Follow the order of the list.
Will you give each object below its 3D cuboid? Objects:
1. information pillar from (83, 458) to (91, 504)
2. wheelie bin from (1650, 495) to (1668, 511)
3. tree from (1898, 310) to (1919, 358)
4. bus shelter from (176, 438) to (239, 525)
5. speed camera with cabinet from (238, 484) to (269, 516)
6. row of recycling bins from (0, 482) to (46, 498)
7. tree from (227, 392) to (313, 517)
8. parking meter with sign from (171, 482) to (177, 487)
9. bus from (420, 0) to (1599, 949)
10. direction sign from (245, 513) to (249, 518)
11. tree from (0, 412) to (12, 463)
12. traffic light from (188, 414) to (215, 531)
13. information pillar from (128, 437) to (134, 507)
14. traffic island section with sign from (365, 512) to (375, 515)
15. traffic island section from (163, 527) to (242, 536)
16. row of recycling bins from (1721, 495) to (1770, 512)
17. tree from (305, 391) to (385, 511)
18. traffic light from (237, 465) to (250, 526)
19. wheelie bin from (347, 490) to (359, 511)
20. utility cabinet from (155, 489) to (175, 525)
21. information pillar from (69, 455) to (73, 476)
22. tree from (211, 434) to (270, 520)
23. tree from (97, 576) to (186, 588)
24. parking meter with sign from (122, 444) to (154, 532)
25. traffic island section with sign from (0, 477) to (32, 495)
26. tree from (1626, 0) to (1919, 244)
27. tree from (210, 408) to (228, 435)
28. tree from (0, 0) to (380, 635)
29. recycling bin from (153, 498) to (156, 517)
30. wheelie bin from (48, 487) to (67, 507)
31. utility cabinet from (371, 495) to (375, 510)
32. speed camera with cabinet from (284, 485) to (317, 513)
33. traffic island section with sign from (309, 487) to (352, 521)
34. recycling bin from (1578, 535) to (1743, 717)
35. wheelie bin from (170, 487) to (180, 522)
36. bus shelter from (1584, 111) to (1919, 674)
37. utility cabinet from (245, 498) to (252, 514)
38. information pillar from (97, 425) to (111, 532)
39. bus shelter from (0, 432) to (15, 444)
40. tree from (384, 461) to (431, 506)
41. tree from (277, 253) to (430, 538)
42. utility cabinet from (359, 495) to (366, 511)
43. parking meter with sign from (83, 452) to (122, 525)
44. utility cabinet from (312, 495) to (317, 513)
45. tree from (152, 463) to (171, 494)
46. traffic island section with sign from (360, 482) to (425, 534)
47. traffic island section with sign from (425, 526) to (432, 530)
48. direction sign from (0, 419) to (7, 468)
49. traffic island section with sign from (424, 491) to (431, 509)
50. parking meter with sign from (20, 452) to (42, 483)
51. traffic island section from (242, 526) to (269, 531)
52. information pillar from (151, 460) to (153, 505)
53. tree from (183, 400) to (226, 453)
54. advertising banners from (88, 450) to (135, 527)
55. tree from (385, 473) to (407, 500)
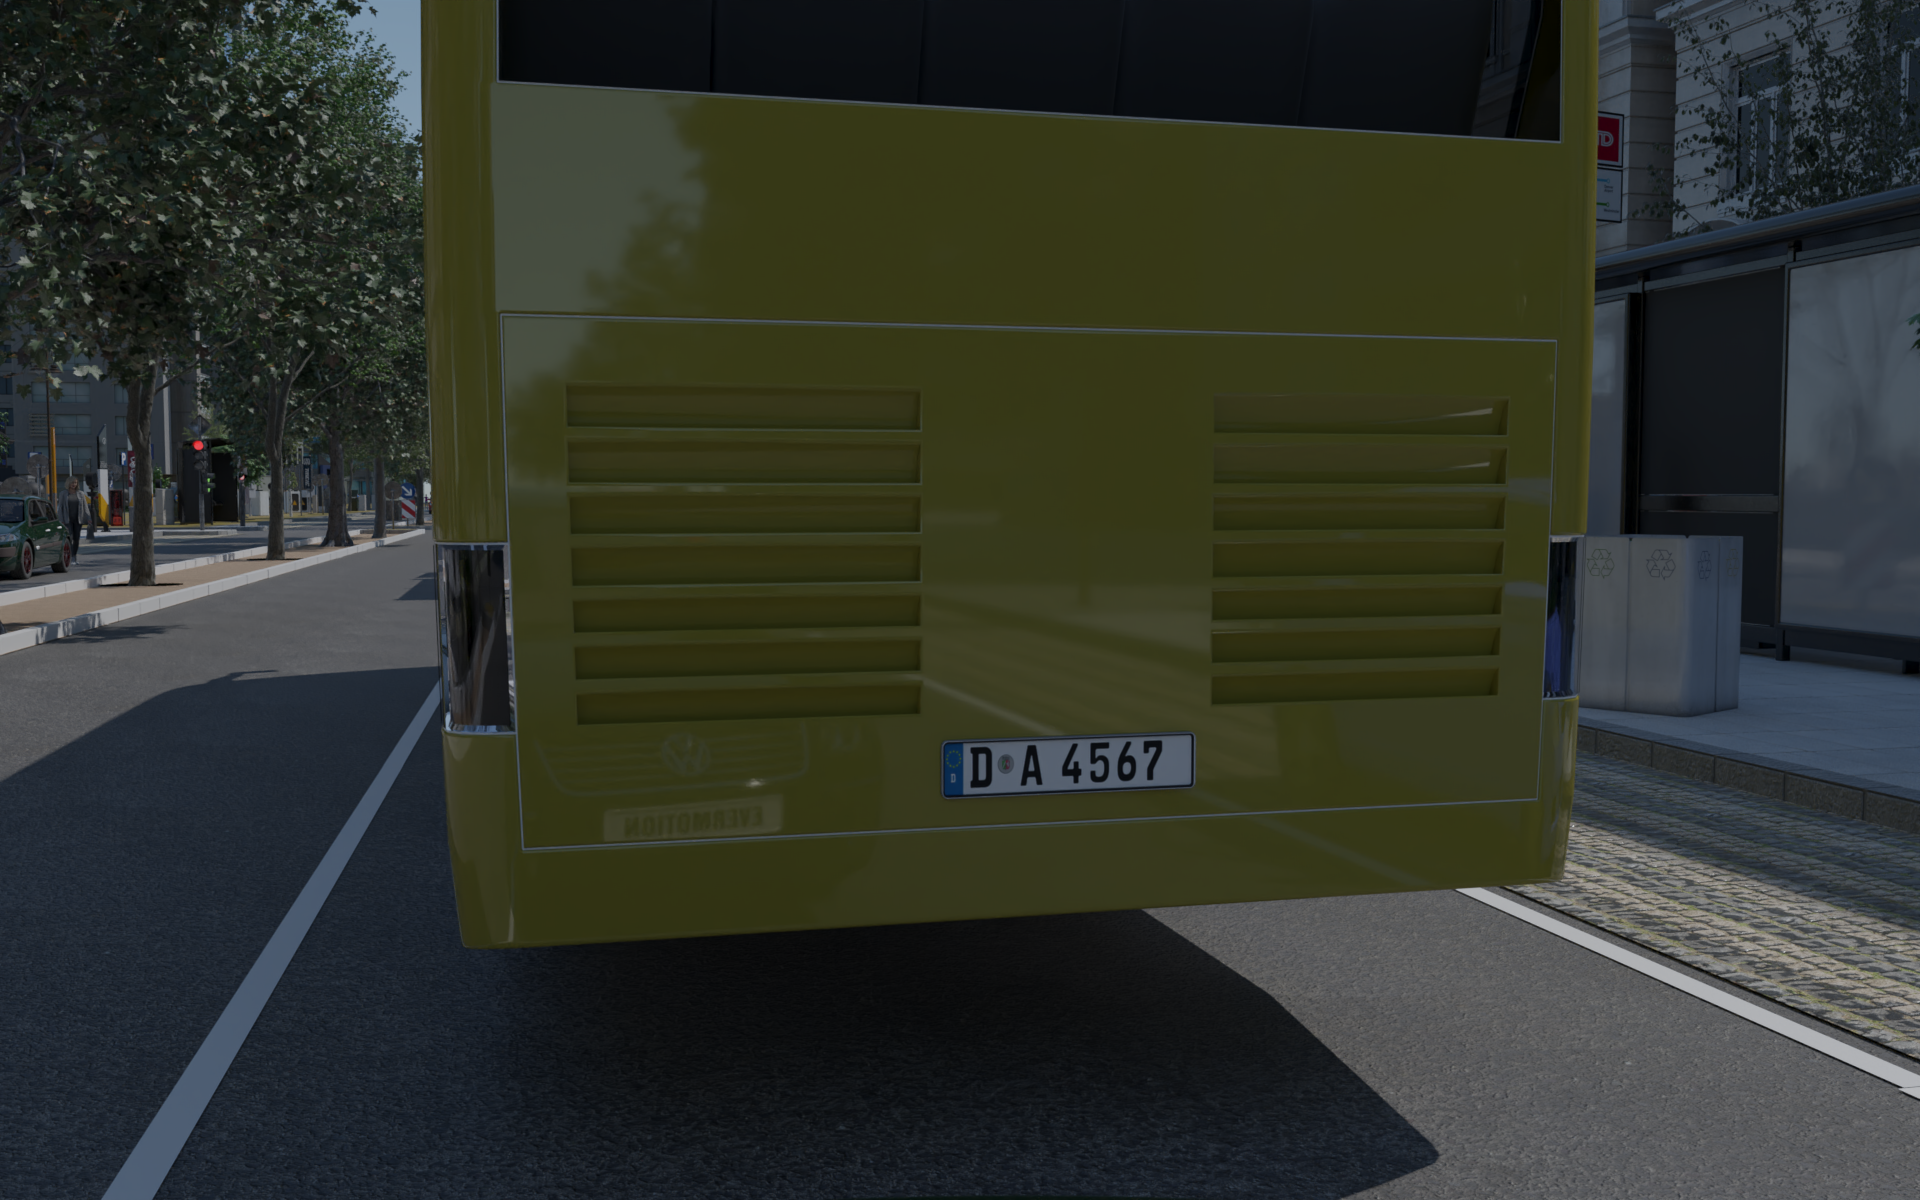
[{"bbox_3d":[-56.145,-7.348,111.491,0.504,3.616,0.183,0,4,0],"label":"information pillar"},{"bbox_3d":[12.645,-1.473,31.989,0.693,1.594,0.980,-2,4,-24],"label":"wheelie bin"},{"bbox_3d":[5.059,-0.817,7.957,1.663,3.219,1.824,0,3,0],"label":"tree"},{"bbox_3d":[-32.308,-5.113,74.878,1.731,3.624,6.357,-1,4,-13],"label":"bus shelter"},{"bbox_3d":[-41.073,-6.514,100.845,0.660,3.252,2.038,1,4,9],"label":"speed camera with cabinet"},{"bbox_3d":[-32.278,-3.156,58.719,1.069,1.692,3.534,0,4,7],"label":"row of recycling bins"},{"bbox_3d":[-37.853,-8.978,97.147,4.737,8.622,4.395,0,3,0],"label":"tree"},{"bbox_3d":[-50.623,-7.078,111.978,1.738,3.016,0.543,3,5,39],"label":"parking meter with sign"},{"bbox_3d":[-1.294,-1.093,9.423,2.896,3.916,12.252,-1,4,-14],"label":"bus"},{"bbox_3d":[-38.286,-6.155,92.624,0.379,3.537,0.876,1,4,20],"label":"direction sign"},{"bbox_3d":[-25.497,-3.617,42.849,4.285,4.588,4.351,0,3,0],"label":"tree"},{"bbox_3d":[-26.638,-4.397,60.819,0.839,4.253,0.868,-1,4,-13],"label":"traffic light"},{"bbox_3d":[-33.820,-4.855,70.729,0.183,3.616,0.504,-3,5,-44],"label":"information pillar"},{"bbox_3d":[-39.758,-6.753,119.041,1.989,1.847,2.006,-1,4,-13],"label":"traffic island section with sign"},{"bbox_3d":[-26.680,-2.365,60.944,2.009,0.180,2.903,-1,4,-13],"label":"traffic island section"},{"bbox_3d":[13.900,-1.307,28.483,1.069,1.692,3.534,-1,4,-15],"label":"row of recycling bins"},{"bbox_3d":[-44.634,-11.794,127.248,7.601,10.594,8.767,0,4,-5],"label":"tree"},{"bbox_3d":[-26.416,-5.776,69.101,4.771,5.953,1.251,-1,4,-13],"label":"traffic light"},{"bbox_3d":[-45.385,-7.443,129.597,0.980,1.594,0.693,0,4,-3],"label":"wheelie bin"},{"bbox_3d":[-32.766,-3.836,71.405,0.318,1.500,1.173,0,4,-4],"label":"utility cabinet"},{"bbox_3d":[-53.062,-6.857,103.469,0.183,3.616,0.504,-3,4,-37],"label":"information pillar"},{"bbox_3d":[-35.783,-6.247,85.848,4.285,4.588,4.351,0,3,0],"label":"tree"},{"bbox_3d":[-12.539,-6.006,26.414,9.928,11.665,9.643,0,3,0],"label":"tree"},{"bbox_3d":[-27.971,-3.844,59.117,0.543,3.016,1.738,-1,4,-13],"label":"parking meter with sign"},{"bbox_3d":[-21.229,-1.843,38.762,1.989,1.847,2.006,-1,4,-13],"label":"traffic island section with sign"},{"bbox_3d":[10.075,-4.238,19.649,4.360,8.622,3.978,0,3,0],"label":"tree"},{"bbox_3d":[-57.393,-11.403,136.795,4.360,8.622,3.978,0,3,0],"label":"tree"},{"bbox_3d":[-9.926,-5.958,16.873,9.611,12.733,9.660,0,3,0],"label":"tree"},{"bbox_3d":[-45.782,-5.281,98.904,0.722,1.027,0.722,-3,4,-38],"label":"recycling bin"},{"bbox_3d":[-42.965,-4.571,82.647,0.980,1.594,0.693,-1,4,-23],"label":"wheelie bin"},{"bbox_3d":[-47.073,-7.877,139.956,1.020,1.237,0.306,2,4,26],"label":"utility cabinet"},{"bbox_3d":[-45.417,-7.628,119.056,0.660,3.252,2.038,3,4,36],"label":"speed camera with cabinet"},{"bbox_3d":[-33.706,-5.146,92.772,1.989,1.847,2.006,-1,4,-13],"label":"traffic island section with sign"},{"bbox_3d":[4.189,0.132,10.400,0.722,1.027,0.722,-3,5,-42],"label":"recycling bin"},{"bbox_3d":[-36.139,-4.393,79.736,0.980,1.594,0.693,2,4,33],"label":"wheelie bin"},{"bbox_3d":[6.543,-2.323,15.620,2.179,5.291,8.768,-1,4,-13],"label":"bus shelter"},{"bbox_3d":[-44.987,-6.017,109.534,1.020,1.237,0.306,0,4,-7],"label":"utility cabinet"},{"bbox_3d":[-28.782,-4.086,58.164,0.183,3.616,0.504,0,4,2],"label":"information pillar"},{"bbox_3d":[-28.334,-3.334,48.427,2.014,3.302,5.546,-1,4,-13],"label":"bus shelter"},{"bbox_3d":[-58.303,-17.122,186.605,9.857,13.997,8.962,0,3,0],"label":"tree"},{"bbox_3d":[-18.939,-8.281,55.980,7.486,12.596,7.792,0,3,0],"label":"tree"},{"bbox_3d":[-45.790,-7.388,131.963,1.020,1.237,0.306,0,4,6],"label":"utility cabinet"},{"bbox_3d":[-35.590,-4.626,71.904,1.738,3.016,0.543,0,4,-6],"label":"parking meter with sign"},{"bbox_3d":[-43.986,-6.561,118.430,0.306,1.237,1.020,0,4,-2],"label":"utility cabinet"},{"bbox_3d":[-49.224,-6.834,106.330,1.663,3.219,1.824,0,3,0],"label":"tree"},{"bbox_3d":[-20.557,-3.331,62.593,2.006,1.907,1.989,-1,4,-13],"label":"traffic island section with sign"},{"bbox_3d":[-22.214,-3.772,69.814,2.006,1.907,1.989,-1,4,-13],"label":"traffic island section with sign"},{"bbox_3d":[-28.772,-3.652,51.712,0.876,3.537,0.379,1,4,21],"label":"direction sign"},{"bbox_3d":[-51.211,-9.785,168.617,1.989,1.847,2.006,-1,4,-13],"label":"traffic island section with sign"},{"bbox_3d":[-38.297,-4.572,71.005,0.543,3.016,1.738,0,4,-2],"label":"parking meter with sign"},{"bbox_3d":[-28.476,-2.841,68.725,2.009,0.180,2.903,-1,4,-13],"label":"traffic island section"},{"bbox_3d":[-32.408,-4.756,69.121,0.183,3.616,0.504,0,4,6],"label":"information pillar"},{"bbox_3d":[-53.658,-10.665,124.730,4.737,8.622,4.395,0,3,0],"label":"tree"},{"bbox_3d":[-33.557,-4.440,68.783,0.090,3.025,2.074,3,5,40],"label":"advertising banners"},{"bbox_3d":[-55.198,-13.590,172.558,4.737,8.622,4.395,0,3,0],"label":"tree"}]
